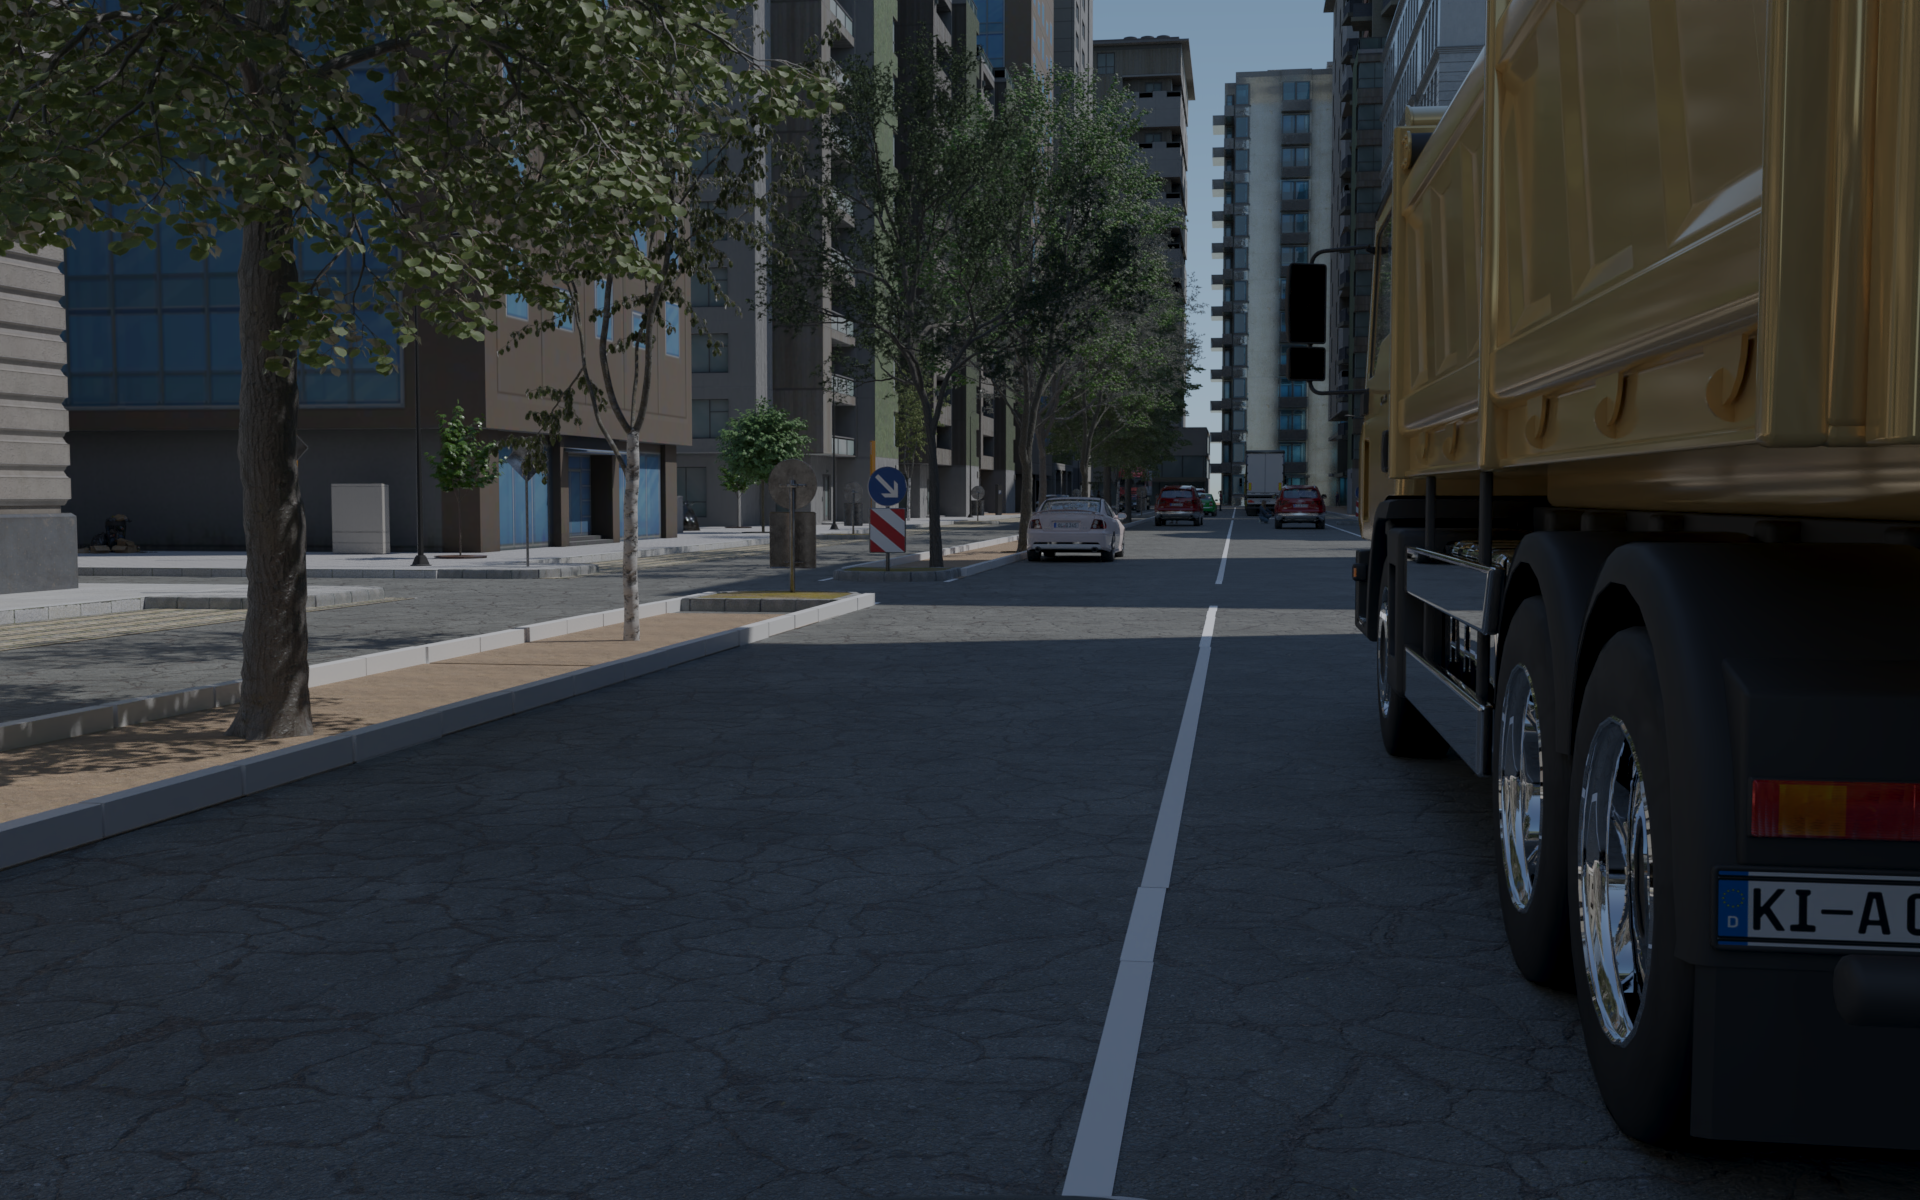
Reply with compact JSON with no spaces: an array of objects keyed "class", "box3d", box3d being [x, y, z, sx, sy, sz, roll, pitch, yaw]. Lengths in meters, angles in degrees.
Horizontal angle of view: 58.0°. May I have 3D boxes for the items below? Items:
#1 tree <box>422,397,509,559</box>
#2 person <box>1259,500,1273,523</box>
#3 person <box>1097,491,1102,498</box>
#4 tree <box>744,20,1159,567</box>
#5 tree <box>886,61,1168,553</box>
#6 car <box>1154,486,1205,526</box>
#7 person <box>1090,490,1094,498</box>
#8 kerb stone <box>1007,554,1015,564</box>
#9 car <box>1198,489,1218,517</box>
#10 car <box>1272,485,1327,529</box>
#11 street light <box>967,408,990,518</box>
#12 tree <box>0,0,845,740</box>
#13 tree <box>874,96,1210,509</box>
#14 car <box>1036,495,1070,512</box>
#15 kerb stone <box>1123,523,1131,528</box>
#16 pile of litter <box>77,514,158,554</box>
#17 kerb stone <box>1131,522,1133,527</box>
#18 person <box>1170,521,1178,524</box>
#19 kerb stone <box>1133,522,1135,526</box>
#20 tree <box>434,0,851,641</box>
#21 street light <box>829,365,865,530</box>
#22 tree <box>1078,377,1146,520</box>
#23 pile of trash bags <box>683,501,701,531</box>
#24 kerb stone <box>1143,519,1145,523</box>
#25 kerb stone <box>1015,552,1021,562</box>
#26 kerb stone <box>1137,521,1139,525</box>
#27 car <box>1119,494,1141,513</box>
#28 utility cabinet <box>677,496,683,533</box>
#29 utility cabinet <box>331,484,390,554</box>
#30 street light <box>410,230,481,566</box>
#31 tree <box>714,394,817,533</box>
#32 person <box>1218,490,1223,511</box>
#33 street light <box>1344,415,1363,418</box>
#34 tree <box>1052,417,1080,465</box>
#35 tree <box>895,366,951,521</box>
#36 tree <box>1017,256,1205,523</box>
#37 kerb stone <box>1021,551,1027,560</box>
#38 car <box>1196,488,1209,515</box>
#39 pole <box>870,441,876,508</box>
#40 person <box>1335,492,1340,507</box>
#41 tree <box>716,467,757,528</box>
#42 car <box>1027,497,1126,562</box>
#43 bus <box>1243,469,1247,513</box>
[{"class":"tree","box3d":[-10.052,-2.437,34.447,1.663,3.219,1.824,0,3,0]},{"class":"person","box3d":[14.974,-4.311,84.491,0.738,1.151,1.012,3,4,38]},{"class":"person","box3d":[12.409,-8.851,153.927,0.721,1.735,1.217,-1,4,-18]},{"class":"tree","box3d":[-0.369,-5.876,32.942,8.767,10.594,7.601,1,4,9]},{"class":"tree","box3d":[1.665,-6.932,41.544,9.928,11.665,9.643,0,3,0]},{"class":"car","box3d":[9.999,-4.294,78.881,2.281,1.827,5.304,1,4,10]},{"class":"person","box3d":[10.392,-7.725,135.541,0.721,1.736,1.217,0,4,-6]},{"class":"kerb stone","box3d":[0.950,-0.816,35.544,0.120,0.150,1.000,1,4,9]},{"class":"car","box3d":[15.573,-6.268,111.283,1.959,1.807,4.718,1,4,11]},{"class":"car","box3d":[14.178,-3.895,72.355,2.281,1.827,5.304,1,4,10]},{"class":"street light","box3d":[1.097,-7.427,93.974,1.470,5.913,1.316,1,4,9]},{"class":"tree","box3d":[-4.090,-5.487,10.301,7.486,12.596,7.792,0,3,0]},{"class":"tree","box3d":[2.555,-8.584,53.174,12.009,13.543,11.850,0,3,0]},{"class":"car","box3d":[4.981,-4.750,89.662,2.014,1.417,4.499,1,4,9]},{"class":"kerb stone","box3d":[7.130,-3.169,74.016,0.120,0.150,1.000,1,4,9]},{"class":"pile of litter","box3d":[-18.443,-1.453,37.719,1.719,0.858,1.176,1,4,12]},{"class":"kerb stone","box3d":[7.300,-3.231,75.029,0.120,0.150,1.000,1,4,9]},{"class":"person","box3d":[10.446,-4.623,84.294,0.606,1.804,0.583,-2,4,-29]},{"class":"kerb stone","box3d":[7.463,-3.294,76.045,0.120,0.150,1.000,1,4,9]},{"class":"tree","box3d":[-3.174,-3.915,16.829,4.360,8.622,3.978,0,3,0]},{"class":"street light","box3d":[-3.999,-5.481,62.151,1.470,5.913,1.316,1,4,9]},{"class":"tree","box3d":[7.321,-7.787,80.136,4.360,8.622,3.978,0,3,0]},{"class":"pile of trash bags","box3d":[-10.709,-3.050,59.620,1.912,1.369,3.447,3,4,38]},{"class":"kerb stone","box3d":[8.758,-3.790,84.160,0.120,0.150,1.000,1,4,9]},{"class":"kerb stone","box3d":[1.108,-0.877,36.557,0.120,0.150,1.000,1,4,9]},{"class":"kerb stone","box3d":[7.948,-3.479,79.079,0.120,0.150,1.000,1,4,9]},{"class":"car","box3d":[13.170,-7.654,134.934,2.009,1.686,4.222,0,4,8]},{"class":"utility cabinet","box3d":[-9.638,-2.802,56.981,1.020,1.237,0.306,-2,4,-30]},{"class":"utility cabinet","box3d":[-12.764,-1.726,36.904,1.173,1.500,0.318,1,4,11]},{"class":"street light","box3d":[-9.094,-3.554,30.657,1.470,5.913,1.316,1,4,9]},{"class":"tree","box3d":[-6.422,-4.492,57.153,4.285,4.588,4.351,0,3,0]},{"class":"person","box3d":[21.947,-8.324,145.315,0.721,1.743,1.217,1,4,15]},{"class":"street light","box3d":[23.254,-7.900,101.712,1.470,5.913,1.316,1,4,9]},{"class":"tree","box3d":[9.272,-12.694,157.905,4.737,8.622,4.395,0,3,0]},{"class":"tree","box3d":[-2.475,-8.126,83.223,4.737,8.622,4.395,0,3,0]},{"class":"tree","box3d":[6.139,-9.315,72.882,7.486,12.596,7.792,0,3,0]},{"class":"kerb stone","box3d":[1.275,-0.940,37.566,0.120,0.150,1.000,1,4,9]},{"class":"car","box3d":[15.916,-6.676,117.825,2.281,1.827,5.304,1,4,8]},{"class":"pole","box3d":[-3.342,-4.441,66.454,0.158,3.312,0.155,0,3,0]},{"class":"person","box3d":[39.140,-10.416,179.715,0.530,1.710,0.541,-1,4,-8]},{"class":"tree","box3d":[-8.424,-4.321,65.242,1.663,3.219,1.824,0,3,0]},{"class":"car","box3d":[2.585,-1.578,38.162,2.083,1.381,4.827,1,4,10]},{"class":"bus","box3d":[22.803,-8.510,130.680,2.896,3.916,12.252,1,4,10]}]
